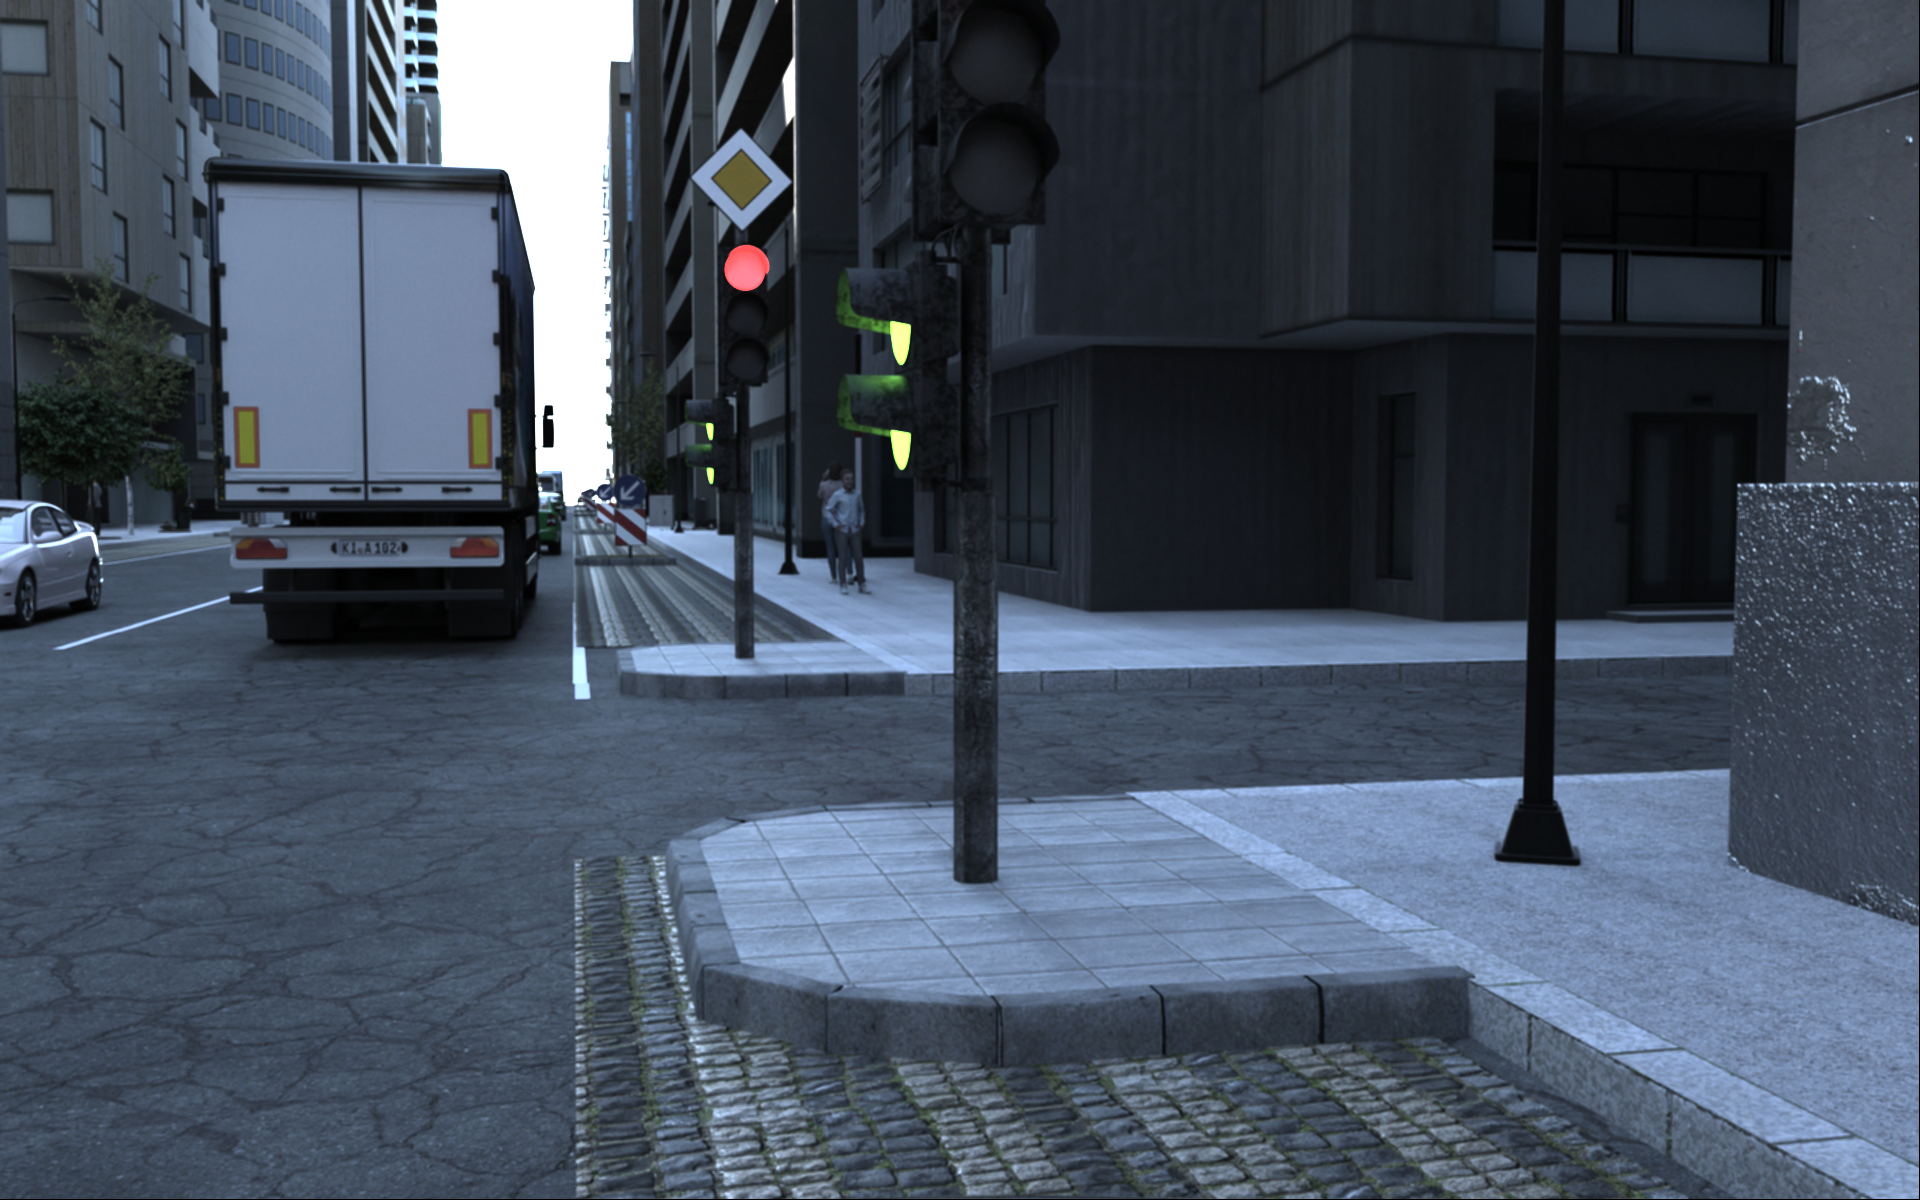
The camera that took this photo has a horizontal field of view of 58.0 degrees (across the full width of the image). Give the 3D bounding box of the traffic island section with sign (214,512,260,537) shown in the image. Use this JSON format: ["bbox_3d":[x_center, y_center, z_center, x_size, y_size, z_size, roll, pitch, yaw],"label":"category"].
[{"bbox_3d":[-24.096,-3.065,58.748,1.989,1.847,2.006,-1,4,-13],"label":"traffic island section with sign"}]

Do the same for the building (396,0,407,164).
[{"bbox_3d":[-51.779,-29.835,137.914,14.600,45.320,14.200,-1,4,-13],"label":"building"}]

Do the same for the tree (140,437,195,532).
[{"bbox_3d":[-26.543,-3.906,58.472,1.663,3.219,1.824,0,3,0],"label":"tree"}]

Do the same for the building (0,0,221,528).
[{"bbox_3d":[-44.506,-29.106,65.128,28.713,52.752,27.495,-1,4,-13],"label":"building"}]

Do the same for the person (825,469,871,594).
[{"bbox_3d":[-1.445,-0.882,22.282,0.589,1.601,0.330,-1,4,-19],"label":"person"}]

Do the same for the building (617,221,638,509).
[{"bbox_3d":[-10.635,-17.242,126.939,27.650,21.520,28.899,-1,4,-13],"label":"building"}]

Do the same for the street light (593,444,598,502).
[{"bbox_3d":[-33.250,-11.579,161.855,1.470,5.913,1.316,-1,4,-13],"label":"street light"}]

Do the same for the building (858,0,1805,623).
[{"bbox_3d":[6.561,-20.691,21.899,14.086,41.232,14.154,-1,4,-13],"label":"building"}]

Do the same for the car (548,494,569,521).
[{"bbox_3d":[-22.525,-5.084,94.928,2.131,1.459,4.920,-1,4,-12],"label":"car"}]

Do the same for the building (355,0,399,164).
[{"bbox_3d":[-50.901,-30.337,119.706,21.300,48.544,21.600,-1,4,-13],"label":"building"}]

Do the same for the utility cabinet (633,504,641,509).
[{"bbox_3d":[-15.444,-4.383,82.824,0.306,1.237,1.020,-1,4,-16],"label":"utility cabinet"}]

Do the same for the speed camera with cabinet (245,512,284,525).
[{"bbox_3d":[-29.739,-4.840,73.472,0.660,3.252,2.038,2,4,28],"label":"speed camera with cabinet"}]

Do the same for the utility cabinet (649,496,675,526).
[{"bbox_3d":[-11.883,-3.543,69.082,1.020,1.237,0.306,1,4,13],"label":"utility cabinet"}]

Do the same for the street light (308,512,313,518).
[{"bbox_3d":[-31.709,-6.935,85.923,1.470,5.913,1.316,-1,4,-13],"label":"street light"}]

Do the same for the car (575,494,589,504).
[{"bbox_3d":[-51.477,-13.860,236.396,2.009,1.686,4.222,-1,4,-12],"label":"car"}]

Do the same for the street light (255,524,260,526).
[{"bbox_3d":[-28.209,-5.993,70.528,1.470,5.913,1.316,-1,4,-13],"label":"street light"}]

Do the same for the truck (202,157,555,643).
[{"bbox_3d":[-6.238,-1.910,20.144,2.839,4.237,11.283,-1,4,-12],"label":"truck"}]

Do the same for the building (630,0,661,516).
[{"bbox_3d":[-12.295,-27.698,102.965,14.600,45.320,14.200,-1,4,-13],"label":"building"}]

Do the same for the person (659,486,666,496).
[{"bbox_3d":[-15.813,-5.330,93.204,1.348,1.823,0.705,3,5,42],"label":"person"}]

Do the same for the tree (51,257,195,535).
[{"bbox_3d":[-25.832,-6.322,53.719,4.737,8.622,4.395,0,3,0],"label":"tree"}]

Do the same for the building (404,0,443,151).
[{"bbox_3d":[-67.234,-53.658,189.986,22.319,86.520,31.000,-1,4,-13],"label":"building"}]

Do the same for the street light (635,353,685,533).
[{"bbox_3d":[-9.840,-5.174,57.130,1.470,5.913,1.316,-1,4,-13],"label":"street light"}]

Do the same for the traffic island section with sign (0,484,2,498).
[{"bbox_3d":[-18.093,-1.421,31.854,1.989,1.847,2.006,-1,4,-13],"label":"traffic island section with sign"}]

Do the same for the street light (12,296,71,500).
[{"bbox_3d":[-21.514,-4.162,40.591,1.470,5.913,1.316,-1,4,-13],"label":"street light"}]

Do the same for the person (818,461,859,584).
[{"bbox_3d":[-1.717,-1.102,24.653,0.593,1.750,0.643,0,4,-8],"label":"person"}]

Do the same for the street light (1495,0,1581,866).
[{"bbox_3d":[1.515,-2.037,5.849,1.470,5.913,1.316,-1,4,-13],"label":"street light"}]

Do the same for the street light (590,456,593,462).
[{"bbox_3d":[-37.833,-12.824,182.216,1.470,5.913,1.316,-1,4,-13],"label":"street light"}]

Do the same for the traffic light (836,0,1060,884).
[{"bbox_3d":[0.033,-1.023,5.651,0.839,4.253,0.868,-1,4,-13],"label":"traffic light"}]

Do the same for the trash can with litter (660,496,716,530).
[{"bbox_3d":[-9.599,-3.096,61.674,2.233,1.210,1.678,-1,4,-17],"label":"trash can with litter"}]

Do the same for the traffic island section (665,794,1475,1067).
[{"bbox_3d":[0.075,1.010,5.774,2.009,0.180,2.903,-1,4,-13],"label":"traffic island section"}]

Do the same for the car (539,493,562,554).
[{"bbox_3d":[-10.673,-2.044,42.211,1.959,1.807,4.718,-1,4,-14],"label":"car"}]

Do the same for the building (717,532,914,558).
[{"bbox_3d":[4.959,-25.806,45.628,21.300,48.544,21.600,-1,4,-13],"label":"building"}]

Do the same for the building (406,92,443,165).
[{"bbox_3d":[-58.313,-29.763,170.227,14.154,41.232,14.086,-1,4,-13],"label":"building"}]

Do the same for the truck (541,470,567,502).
[{"bbox_3d":[-43.513,-11.885,184.081,2.967,4.110,18.799,-1,4,-11],"label":"truck"}]

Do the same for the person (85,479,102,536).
[{"bbox_3d":[-26.552,-2.865,53.061,0.473,1.802,0.592,1,4,9],"label":"person"}]

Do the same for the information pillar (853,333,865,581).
[{"bbox_3d":[-1.501,-2.092,25.553,0.183,3.616,0.504,0,4,-4],"label":"information pillar"}]

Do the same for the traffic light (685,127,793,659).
[{"bbox_3d":[-1.705,-1.500,13.445,0.839,4.253,0.868,-1,4,-13],"label":"traffic light"}]

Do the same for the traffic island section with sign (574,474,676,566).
[{"bbox_3d":[-6.852,-1.630,35.285,1.989,1.847,2.006,-1,4,-13],"label":"traffic island section with sign"}]

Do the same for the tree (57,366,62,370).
[{"bbox_3d":[-23.215,-3.729,44.679,4.285,4.588,4.351,0,3,0],"label":"tree"}]

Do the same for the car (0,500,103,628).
[{"bbox_3d":[-11.263,-0.458,19.858,2.083,1.381,4.827,-1,4,-13],"label":"car"}]

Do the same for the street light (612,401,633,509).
[{"bbox_3d":[-16.536,-6.988,86.802,1.470,5.913,1.316,-1,4,-13],"label":"street light"}]

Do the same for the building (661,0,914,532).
[{"bbox_3d":[-1.555,-27.569,74.449,21.300,48.544,21.600,-1,4,-13],"label":"building"}]

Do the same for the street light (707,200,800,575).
[{"bbox_3d":[-3.274,-3.360,27.470,1.470,5.913,1.316,-1,4,-13],"label":"street light"}]

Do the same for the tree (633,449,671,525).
[{"bbox_3d":[-13.029,-4.804,73.139,1.663,3.219,1.824,0,3,0],"label":"tree"}]

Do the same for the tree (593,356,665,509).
[{"bbox_3d":[-17.017,-8.643,91.668,4.737,8.622,4.395,0,3,0],"label":"tree"}]

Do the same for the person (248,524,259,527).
[{"bbox_3d":[-27.808,-3.772,67.904,0.419,1.800,0.721,-3,4,-36],"label":"person"}]

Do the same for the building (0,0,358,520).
[{"bbox_3d":[-45.586,-33.771,94.161,21.231,58.520,28.212,-1,4,-13],"label":"building"}]

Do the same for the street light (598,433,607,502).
[{"bbox_3d":[-26.674,-9.765,132.197,1.470,5.913,1.316,-1,4,-13],"label":"street light"}]

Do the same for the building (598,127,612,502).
[{"bbox_3d":[-36.120,-37.343,230.168,23.786,49.044,30.456,-1,4,-13],"label":"building"}]

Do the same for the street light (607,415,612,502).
[{"bbox_3d":[-19.849,-7.915,101.948,1.470,5.913,1.316,-1,4,-13],"label":"street light"}]

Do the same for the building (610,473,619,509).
[{"bbox_3d":[-14.496,-28.187,152.734,32.217,40.220,23.993,-1,4,-13],"label":"building"}]

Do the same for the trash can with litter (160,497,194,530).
[{"bbox_3d":[-27.925,-3.080,61.742,0.624,1.170,1.055,3,5,44],"label":"trash can with litter"}]

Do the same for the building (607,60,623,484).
[{"bbox_3d":[-28.771,-32.266,177.652,14.600,45.320,14.200,-1,4,-13],"label":"building"}]

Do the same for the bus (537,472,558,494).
[{"bbox_3d":[-36.706,-9.583,151.542,2.948,3.499,13.247,-1,4,-13],"label":"bus"}]

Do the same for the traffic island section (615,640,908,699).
[{"bbox_3d":[-1.664,0.533,13.568,2.009,0.180,2.903,-1,4,-13],"label":"traffic island section"}]
